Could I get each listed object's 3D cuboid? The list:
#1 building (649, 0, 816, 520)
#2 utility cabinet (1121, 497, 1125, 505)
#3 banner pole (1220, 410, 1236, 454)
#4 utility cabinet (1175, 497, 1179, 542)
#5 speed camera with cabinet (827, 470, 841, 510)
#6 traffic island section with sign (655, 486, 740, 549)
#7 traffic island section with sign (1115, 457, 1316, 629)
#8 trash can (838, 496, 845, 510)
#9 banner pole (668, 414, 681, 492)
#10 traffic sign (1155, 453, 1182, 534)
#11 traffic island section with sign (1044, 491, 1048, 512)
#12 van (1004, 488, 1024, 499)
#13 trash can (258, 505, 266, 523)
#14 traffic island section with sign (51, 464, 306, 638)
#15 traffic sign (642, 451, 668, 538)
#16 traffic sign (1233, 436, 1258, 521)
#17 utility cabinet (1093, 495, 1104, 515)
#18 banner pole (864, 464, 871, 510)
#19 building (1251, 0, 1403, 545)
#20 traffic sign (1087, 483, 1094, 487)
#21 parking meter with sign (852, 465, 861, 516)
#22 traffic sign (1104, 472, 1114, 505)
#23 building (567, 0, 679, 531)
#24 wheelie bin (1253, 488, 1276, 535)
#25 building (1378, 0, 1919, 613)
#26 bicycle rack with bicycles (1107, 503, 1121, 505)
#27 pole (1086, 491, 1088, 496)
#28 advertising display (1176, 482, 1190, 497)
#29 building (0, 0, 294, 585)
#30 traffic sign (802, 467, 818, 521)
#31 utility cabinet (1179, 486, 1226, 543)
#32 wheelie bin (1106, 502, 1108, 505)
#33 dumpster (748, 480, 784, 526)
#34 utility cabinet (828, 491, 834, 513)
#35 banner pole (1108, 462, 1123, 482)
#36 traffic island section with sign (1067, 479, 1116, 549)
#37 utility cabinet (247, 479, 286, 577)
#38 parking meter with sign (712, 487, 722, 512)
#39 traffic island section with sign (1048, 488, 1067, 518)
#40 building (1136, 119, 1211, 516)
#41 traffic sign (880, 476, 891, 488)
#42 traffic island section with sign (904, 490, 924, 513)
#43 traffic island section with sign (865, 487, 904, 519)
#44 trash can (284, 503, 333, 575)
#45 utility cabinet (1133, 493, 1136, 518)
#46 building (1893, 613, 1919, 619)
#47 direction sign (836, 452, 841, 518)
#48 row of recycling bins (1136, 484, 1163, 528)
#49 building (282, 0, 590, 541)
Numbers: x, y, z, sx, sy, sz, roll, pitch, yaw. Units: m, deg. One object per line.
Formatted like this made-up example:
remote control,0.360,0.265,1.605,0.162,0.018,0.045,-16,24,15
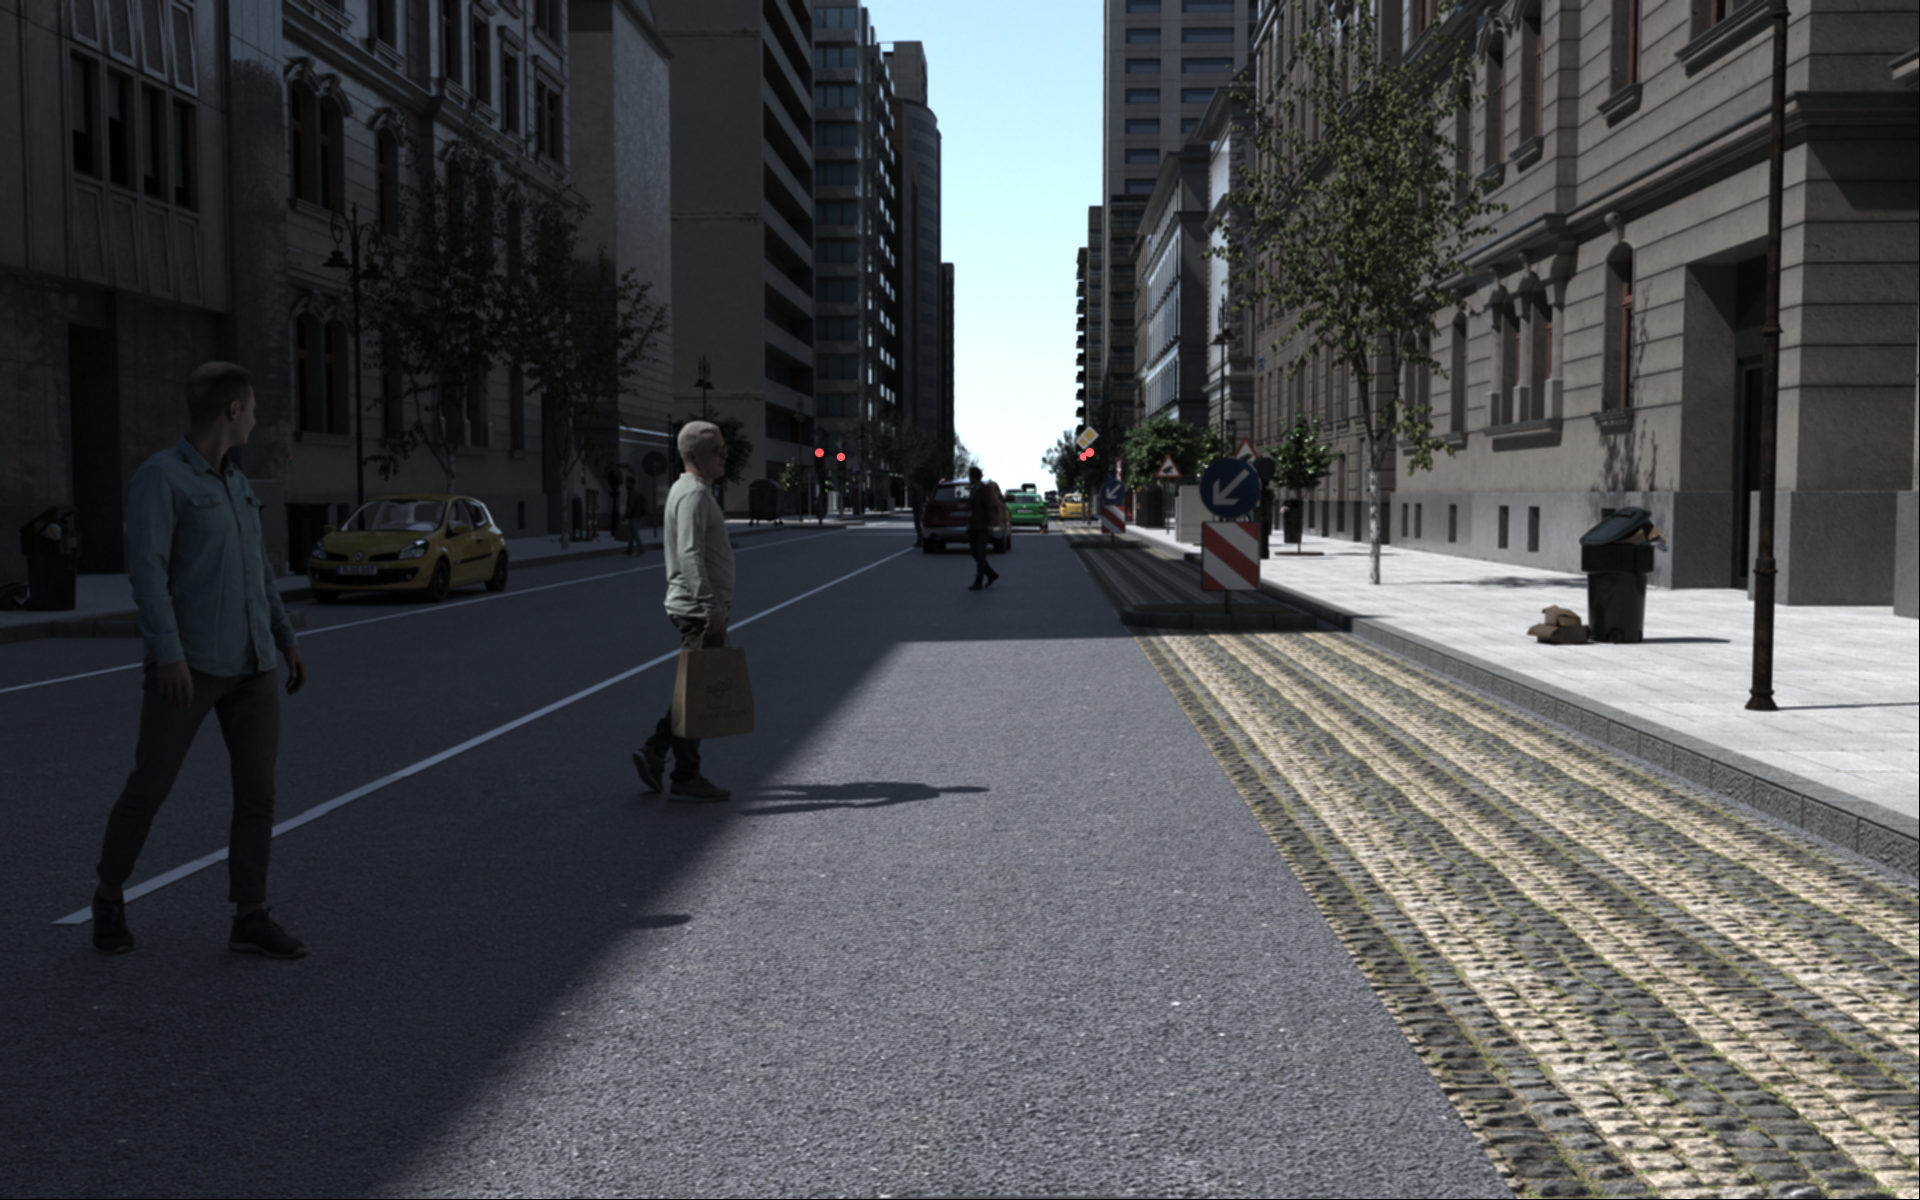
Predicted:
building,-20.025,-28.895,96.134,21.300,48.544,21.600,0,4,2
utility cabinet,9.007,-5.110,94.714,0.306,1.237,1.020,0,4,-1
banner pole,7.943,-3.766,51.590,0.863,3.779,0.401,-3,5,-40
utility cabinet,5.946,-2.170,46.637,0.306,1.237,1.020,0,4,4
speed camera with cabinet,-10.487,-9.118,143.412,0.660,3.252,2.038,2,4,32
traffic island section with sign,-6.894,-2.273,45.791,1.989,1.847,2.006,0,4,2
traffic island section with sign,2.797,-0.646,19.186,1.989,1.847,2.006,0,4,2
trash can,-9.685,-7.955,141.715,0.748,1.137,0.748,0,3,0
banner pole,-8.918,-3.917,54.054,0.401,3.779,0.863,-3,5,-42
traffic sign,6.655,-3.385,55.346,0.884,2.594,0.081,1,4,12
traffic island section with sign,7.461,-7.360,128.965,1.989,1.847,2.006,0,4,2
van,3.897,-7.177,124.360,2.013,2.044,4.112,0,4,1
trash can,-9.669,-0.704,23.171,0.748,1.137,0.748,0,3,0
traffic island section with sign,-8.071,-0.587,18.219,1.989,1.847,2.006,0,4,2
traffic sign,-8.988,-3.113,51.006,0.768,2.556,0.104,0,4,3
traffic sign,6.345,-2.359,38.567,0.884,2.594,0.081,0,4,6
utility cabinet,8.629,-5.841,106.663,0.306,1.237,1.020,0,4,-7
banner pole,-7.693,-9.362,143.085,0.863,3.779,0.401,2,4,29
building,16.543,-15.746,54.709,12.463,27.353,25.104,0,4,2
traffic sign,10.095,-8.164,133.582,0.768,2.556,0.104,0,4,6
parking meter with sign,-6.182,-6.592,104.047,0.543,3.016,1.738,0,3,0
traffic sign,8.809,-6.205,101.554,0.768,2.556,0.104,1,4,10
building,-20.413,-13.153,64.204,18.267,20.994,9.793,0,4,2
wheelie bin,9.510,-2.835,54.268,0.693,1.594,0.980,1,4,17
building,16.158,-14.826,29.791,14.401,28.519,23.554,0,4,2
bicycle rack with bicycles,10.807,-6.176,114.360,2.852,0.926,2.925,0,4,-5
pole,10.311,-8.976,140.605,0.158,3.312,0.155,0,3,0
advertising display,11.756,-5.268,91.346,0.974,1.923,0.123,-3,5,-40
building,-19.196,-12.528,22.858,12.078,24.808,19.932,0,4,2
traffic sign,-7.080,-4.987,81.643,0.768,2.556,0.104,1,4,10
utility cabinet,6.318,-2.230,45.146,1.173,1.500,0.318,0,4,1
wheelie bin,11.395,-7.771,134.972,0.693,1.594,0.980,3,5,43
dumpster,-7.801,-3.903,69.565,1.264,1.857,1.865,0,4,2
utility cabinet,-8.662,-6.568,116.070,0.318,1.500,1.173,0,4,2
banner pole,11.009,-8.203,124.136,0.863,3.779,0.401,1,4,12
traffic island section with sign,3.940,-2.293,46.117,1.989,1.847,2.006,0,4,2
utility cabinet,-10.720,-1.054,25.919,0.318,1.500,1.173,3,4,38
parking meter with sign,-10.235,-4.466,69.281,0.543,3.016,1.738,3,5,44
traffic island section with sign,6.321,-5.713,102.034,1.989,1.847,2.006,0,4,2
building,20.465,-17.143,113.571,16.112,22.955,30.059,0,4,2
traffic sign,-5.282,-7.514,122.953,0.768,2.556,0.104,0,4,7
traffic island section with sign,-3.347,-7.395,129.528,1.989,1.847,2.006,0,4,2
traffic island section with sign,-4.515,-5.701,101.843,1.989,1.847,2.006,0,4,2
trash can,-10.381,-0.975,27.602,0.748,1.137,0.748,0,3,0
utility cabinet,9.207,-5.059,91.400,0.318,1.500,1.173,-1,4,-15
building,15.576,-13.372,6.030,14.401,28.519,23.554,0,4,2
direction sign,-6.503,-6.219,93.673,0.379,3.537,0.876,0,4,7
row of recycling bins,7.467,-3.718,67.908,1.069,1.692,3.534,0,4,3
building,-19.065,-15.729,44.561,14.401,28.519,23.554,0,4,2
